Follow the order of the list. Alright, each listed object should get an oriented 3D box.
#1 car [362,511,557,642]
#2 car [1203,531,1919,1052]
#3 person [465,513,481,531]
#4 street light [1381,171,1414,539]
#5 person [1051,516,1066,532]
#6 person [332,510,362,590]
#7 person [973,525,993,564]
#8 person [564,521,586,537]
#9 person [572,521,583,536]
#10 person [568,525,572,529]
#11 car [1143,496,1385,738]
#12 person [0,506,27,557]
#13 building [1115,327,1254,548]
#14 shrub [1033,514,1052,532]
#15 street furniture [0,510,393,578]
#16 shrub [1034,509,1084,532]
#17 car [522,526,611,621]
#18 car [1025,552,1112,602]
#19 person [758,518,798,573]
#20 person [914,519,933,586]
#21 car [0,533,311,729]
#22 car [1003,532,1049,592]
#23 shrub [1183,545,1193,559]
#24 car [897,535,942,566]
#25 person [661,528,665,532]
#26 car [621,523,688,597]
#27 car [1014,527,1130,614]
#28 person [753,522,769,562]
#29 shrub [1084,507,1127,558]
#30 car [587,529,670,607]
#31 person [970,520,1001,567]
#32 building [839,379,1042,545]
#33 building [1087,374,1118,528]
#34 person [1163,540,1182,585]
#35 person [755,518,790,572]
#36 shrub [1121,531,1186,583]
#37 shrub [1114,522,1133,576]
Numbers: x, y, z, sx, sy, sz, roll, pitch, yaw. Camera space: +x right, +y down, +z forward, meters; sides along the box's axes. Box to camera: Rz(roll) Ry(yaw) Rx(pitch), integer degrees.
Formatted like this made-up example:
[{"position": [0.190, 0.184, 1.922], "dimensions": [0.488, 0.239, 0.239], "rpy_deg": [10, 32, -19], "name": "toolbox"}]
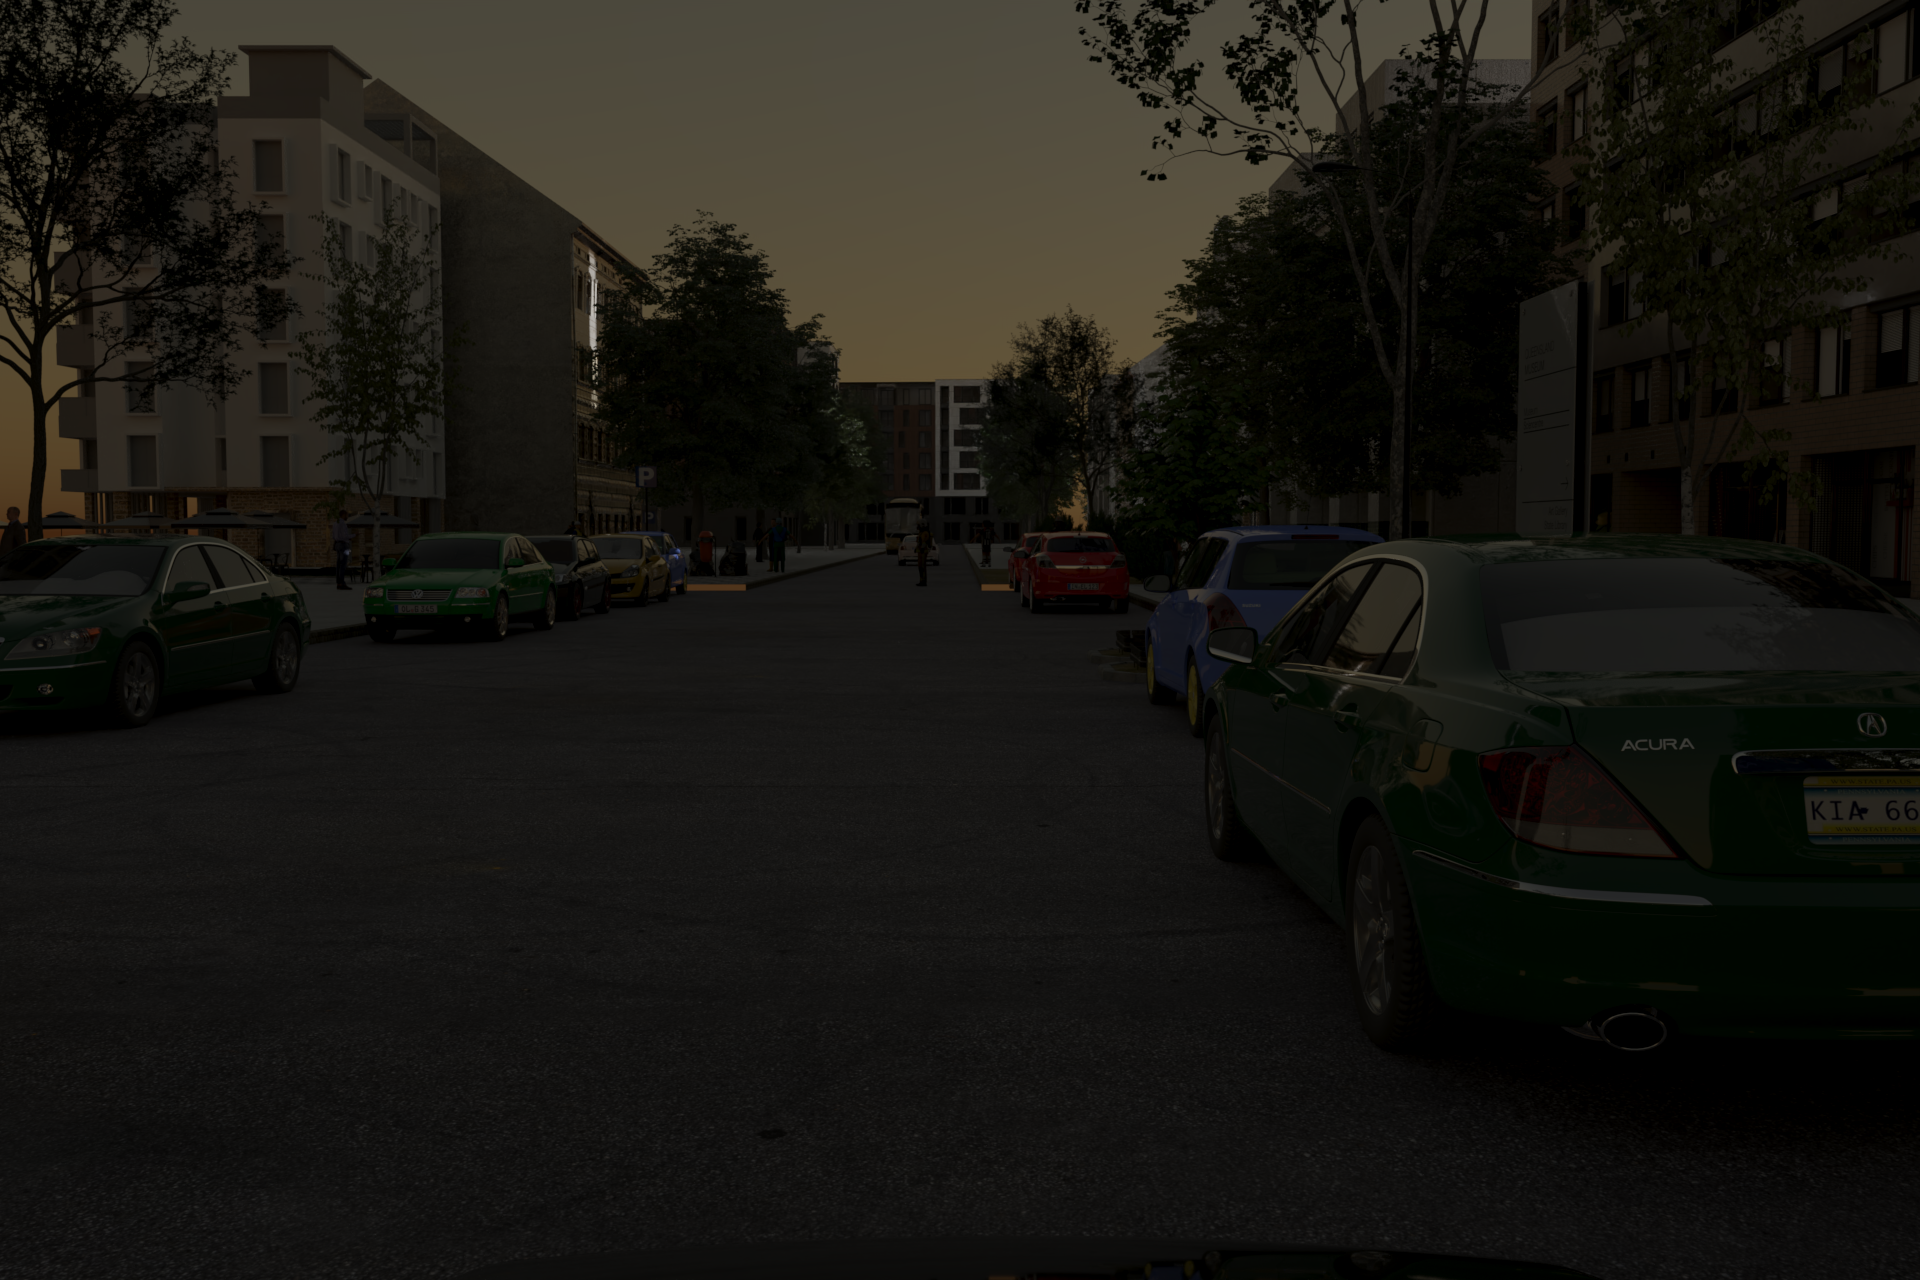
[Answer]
[{"position": [-6.977, -0.960, 24.490], "dimensions": [1.959, 1.807, 4.718], "rpy_deg": [0, 4, 0], "name": "car"}, {"position": [2.039, 0.341, 6.228], "dimensions": [2.131, 1.459, 4.920], "rpy_deg": [0, 4, -1], "name": "car"}, {"position": [-12.370, -2.330, 44.228], "dimensions": [1.348, 1.813, 0.705], "rpy_deg": [3, 5, 42], "name": "person"}, {"position": [6.170, -3.010, 21.753], "dimensions": [1.470, 5.913, 1.316], "rpy_deg": [0, 3, 0], "name": "street light"}, {"position": [2.331, -1.995, 40.857], "dimensions": [1.354, 1.856, 0.705], "rpy_deg": [1, 4, 15], "name": "person"}, {"position": [-14.090, -2.076, 39.852], "dimensions": [0.599, 1.838, 0.709], "rpy_deg": [-3, 5, -42], "name": "person"}, {"position": [1.046, -4.151, 74.141], "dimensions": [0.705, 1.796, 1.348], "rpy_deg": [3, 4, 36], "name": "person"}, {"position": [-15.537, -3.877, 69.615], "dimensions": [1.346, 1.802, 0.704], "rpy_deg": [-1, 4, -21], "name": "person"}, {"position": [-14.468, -3.639, 65.968], "dimensions": [0.721, 1.772, 1.216], "rpy_deg": [1, 4, 14], "name": "person"}, {"position": [-18.896, -4.699, 83.635], "dimensions": [0.721, 1.733, 1.217], "rpy_deg": [-1, 4, -9], "name": "person"}, {"position": [2.442, -0.239, 13.496], "dimensions": [1.945, 1.707, 3.694], "rpy_deg": [0, 4, -1], "name": "car"}, {"position": [-16.329, -1.421, 29.831], "dimensions": [0.990, 1.755, 0.434], "rpy_deg": [3, 5, 41], "name": "person"}, {"position": [25.182, -20.613, 167.956], "dimensions": [19.493, 23.208, 18.063], "rpy_deg": [0, 3, 0], "name": "building"}, {"position": [3.109, -3.402, 60.045], "dimensions": [1.690, 2.028, 1.600], "rpy_deg": [0, 3, 0], "name": "shrub"}, {"position": [-24.294, -3.069, 55.205], "dimensions": [27.439, 1.986, 14.083], "rpy_deg": [0, 4, 2], "name": "street furniture"}, {"position": [3.039, -2.987, 52.872], "dimensions": [1.661, 2.075, 1.752], "rpy_deg": [0, 3, 0], "name": "shrub"}, {"position": [-7.178, -1.228, 29.864], "dimensions": [2.009, 1.686, 4.222], "rpy_deg": [0, 4, 0], "name": "car"}, {"position": [2.329, -1.709, 37.729], "dimensions": [2.009, 1.686, 4.222], "rpy_deg": [0, 4, -1], "name": "car"}, {"position": [-5.994, -3.128, 57.272], "dimensions": [1.347, 1.817, 0.704], "rpy_deg": [-1, 4, -17], "name": "person"}, {"position": [-1.061, -2.409, 47.605], "dimensions": [0.705, 1.858, 1.354], "rpy_deg": [-1, 4, -9], "name": "person"}, {"position": [-6.968, -0.151, 14.260], "dimensions": [2.131, 1.459, 4.920], "rpy_deg": [0, 3, 0], "name": "car"}, {"position": [2.190, -2.150, 44.189], "dimensions": [2.155, 1.783, 4.494], "rpy_deg": [0, 4, -1], "name": "car"}, {"position": [8.478, -3.126, 62.231], "dimensions": [1.383, 1.207, 1.383], "rpy_deg": [0, 3, 0], "name": "shrub"}, {"position": [-1.879, -4.121, 79.739], "dimensions": [2.083, 1.381, 4.827], "rpy_deg": [0, 4, 0], "name": "car"}, {"position": [-8.706, -2.612, 49.433], "dimensions": [1.216, 1.740, 0.721], "rpy_deg": [-2, 4, -35], "name": "person"}, {"position": [-7.355, -1.855, 39.921], "dimensions": [1.945, 1.707, 3.694], "rpy_deg": [0, 4, 0], "name": "car"}, {"position": [2.116, -1.449, 32.734], "dimensions": [2.155, 1.783, 4.494], "rpy_deg": [0, 4, -1], "name": "car"}, {"position": [-9.098, -4.437, 78.727], "dimensions": [0.705, 1.806, 1.347], "rpy_deg": [-3, 4, -37], "name": "person"}, {"position": [3.880, -2.674, 48.145], "dimensions": [1.690, 2.028, 1.600], "rpy_deg": [0, 3, 0], "name": "shrub"}, {"position": [-7.011, -1.531, 35.255], "dimensions": [2.015, 1.641, 3.980], "rpy_deg": [0, 3, 0], "name": "car"}, {"position": [1.024, -3.743, 67.341], "dimensions": [1.345, 1.843, 0.704], "rpy_deg": [-2, 4, -24], "name": "person"}, {"position": [-4.529, -24.135, 241.036], "dimensions": [32.646, 21.610, 27.936], "rpy_deg": [0, 4, 4], "name": "building"}, {"position": [24.300, -20.404, 200.056], "dimensions": [16.747, 18.905, 31.486], "rpy_deg": [0, 3, 0], "name": "building"}, {"position": [4.834, -2.049, 39.713], "dimensions": [0.705, 1.803, 1.348], "rpy_deg": [0, 4, -6], "name": "person"}, {"position": [-6.348, -3.233, 58.995], "dimensions": [1.346, 1.812, 0.704], "rpy_deg": [2, 4, 24], "name": "person"}, {"position": [5.036, -2.483, 45.014], "dimensions": [1.690, 2.028, 1.600], "rpy_deg": [0, 3, 0], "name": "shrub"}, {"position": [5.154, -2.963, 52.481], "dimensions": [1.661, 2.075, 1.752], "rpy_deg": [0, 3, 0], "name": "shrub"}]
